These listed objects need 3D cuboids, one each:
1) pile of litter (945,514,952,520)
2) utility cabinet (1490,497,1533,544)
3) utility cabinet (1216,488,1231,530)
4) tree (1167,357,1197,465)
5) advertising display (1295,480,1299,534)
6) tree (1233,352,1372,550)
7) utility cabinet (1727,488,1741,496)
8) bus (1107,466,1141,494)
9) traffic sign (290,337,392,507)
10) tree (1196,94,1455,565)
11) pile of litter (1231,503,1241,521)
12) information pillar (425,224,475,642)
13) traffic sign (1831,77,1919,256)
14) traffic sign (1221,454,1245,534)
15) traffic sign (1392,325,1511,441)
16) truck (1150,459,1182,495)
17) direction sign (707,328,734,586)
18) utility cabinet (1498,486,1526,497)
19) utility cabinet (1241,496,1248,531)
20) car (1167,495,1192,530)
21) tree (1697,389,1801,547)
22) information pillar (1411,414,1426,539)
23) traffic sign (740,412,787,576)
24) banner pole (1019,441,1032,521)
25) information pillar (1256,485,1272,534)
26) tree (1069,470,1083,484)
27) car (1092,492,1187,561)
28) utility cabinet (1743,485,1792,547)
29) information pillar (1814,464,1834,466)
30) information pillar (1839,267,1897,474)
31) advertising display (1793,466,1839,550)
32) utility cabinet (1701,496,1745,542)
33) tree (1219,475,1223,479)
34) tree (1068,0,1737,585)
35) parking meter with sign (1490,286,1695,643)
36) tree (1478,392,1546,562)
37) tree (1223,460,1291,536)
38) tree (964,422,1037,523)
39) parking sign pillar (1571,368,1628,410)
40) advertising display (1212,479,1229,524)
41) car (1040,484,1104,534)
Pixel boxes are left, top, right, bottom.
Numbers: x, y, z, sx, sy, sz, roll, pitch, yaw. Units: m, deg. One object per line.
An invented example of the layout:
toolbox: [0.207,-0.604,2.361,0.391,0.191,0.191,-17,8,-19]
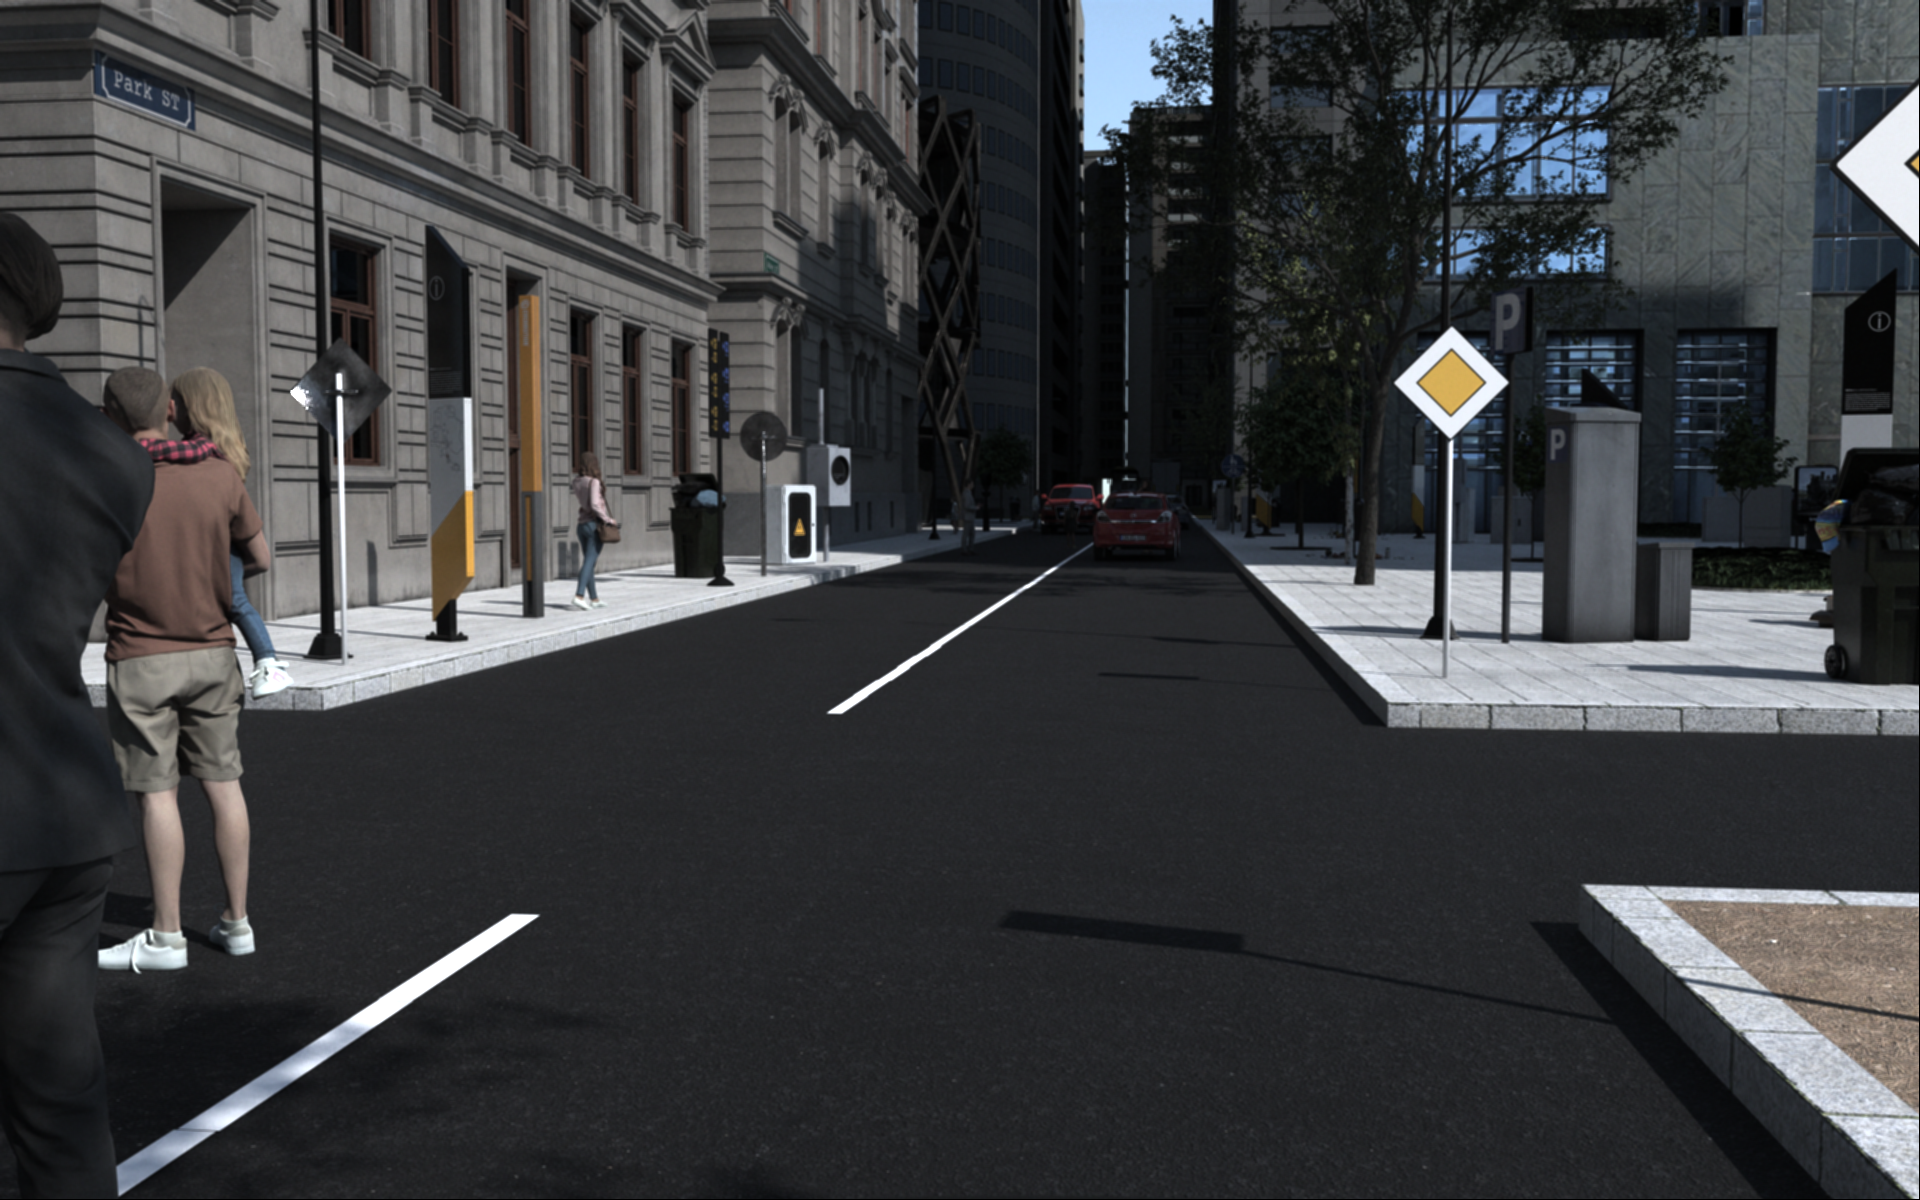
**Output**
pile of litter: [-0.242,-4.515,87.785,1.719,0.858,1.176,-3,4,-39]
utility cabinet: [14.203,-2.046,44.606,1.020,1.237,0.306,1,4,17]
utility cabinet: [9.377,-3.243,61.697,0.318,1.500,1.173,1,4,19]
tree: [13.174,-8.611,91.147,4.737,8.622,4.395,0,3,0]
advertising display: [10.941,-3.116,56.167,0.123,1.923,0.974,1,4,11]
tree: [8.039,-3.459,40.262,4.285,4.588,4.351,0,3,0]
utility cabinet: [21.426,-2.346,47.030,0.318,1.500,1.173,-2,4,-30]
bus: [14.801,-10.035,155.611,2.896,3.916,12.252,0,4,6]
traffic sign: [-4.632,-0.659,12.963,0.795,2.593,0.064,0,4,7]
tree: [6.848,-4.948,31.268,4.737,8.622,4.395,0,3,0]
pile of litter: [13.244,-4.196,82.566,1.719,0.858,1.176,-3,5,-41]
information pillar: [-4.429,-1.447,15.020,0.504,3.616,0.183,2,4,35]
traffic sign: [2.448,-0.114,4.052,0.795,2.593,0.064,0,4,7]
traffic sign: [8.703,-3.367,55.157,0.768,2.556,0.104,1,4,12]
traffic sign: [3.402,-0.599,11.980,0.795,2.593,0.064,0,4,7]
truck: [17.072,-9.479,143.891,2.839,4.237,11.283,0,4,6]
direction sign: [-3.350,-1.966,24.147,0.379,3.537,0.876,1,4,9]
utility cabinet: [15.951,-2.529,50.033,0.318,1.500,1.173,-1,4,-8]
utility cabinet: [9.883,-2.991,60.070,0.306,1.237,1.020,1,4,9]
car: [8.513,-3.620,71.196,2.014,1.417,4.499,0,4,6]
tree: [14.416,-2.282,31.907,1.663,3.219,1.824,0,3,0]
information pillar: [13.216,-3.581,49.908,0.504,3.616,0.183,-3,5,-39]
traffic sign: [-3.063,-1.642,26.952,0.768,2.556,0.104,1,4,10]
banner pole: [3.132,-5.579,81.237,0.863,3.779,0.401,3,4,39]
information pillar: [9.622,-3.878,54.762,0.504,3.616,0.183,1,4,17]
tree: [9.142,-8.909,140.258,1.663,3.219,1.824,0,3,0]
car: [3.997,-1.820,38.794,2.155,1.783,4.494,1,4,9]
utility cabinet: [19.117,-1.975,40.978,0.318,1.500,1.173,-1,4,-18]
information pillar: [21.028,-2.307,42.210,0.304,2.012,0.304,-1,4,-20]
information pillar: [9.470,-1.634,18.078,0.504,3.616,0.183,2,4,23]
advertising display: [19.489,-2.094,39.455,0.974,1.923,0.123,0,4,-4]
utility cabinet: [20.421,-2.152,46.344,1.020,1.237,0.306,0,4,7]
tree: [14.937,-6.175,95.562,1.663,3.219,1.824,0,3,0]
tree: [5.708,-5.470,23.843,8.767,10.594,7.601,0,4,-1]
parking meter with sign: [5.499,-1.147,15.016,1.738,3.016,0.543,-1,4,-14]
tree: [10.968,-2.340,32.855,1.663,3.219,1.824,0,3,0]
tree: [9.359,-3.583,53.180,1.663,3.219,1.824,0,3,0]
tree: [1.922,-5.736,77.503,4.285,4.588,4.351,0,3,0]
parking sign pillar: [13.439,-2.938,36.504,1.447,3.967,1.447,-1,4,-19]
advertising display: [11.133,-4.213,74.098,0.123,1.923,0.974,-2,4,-33]
car: [4.141,-3.340,63.284,2.281,1.827,5.304,1,4,8]
